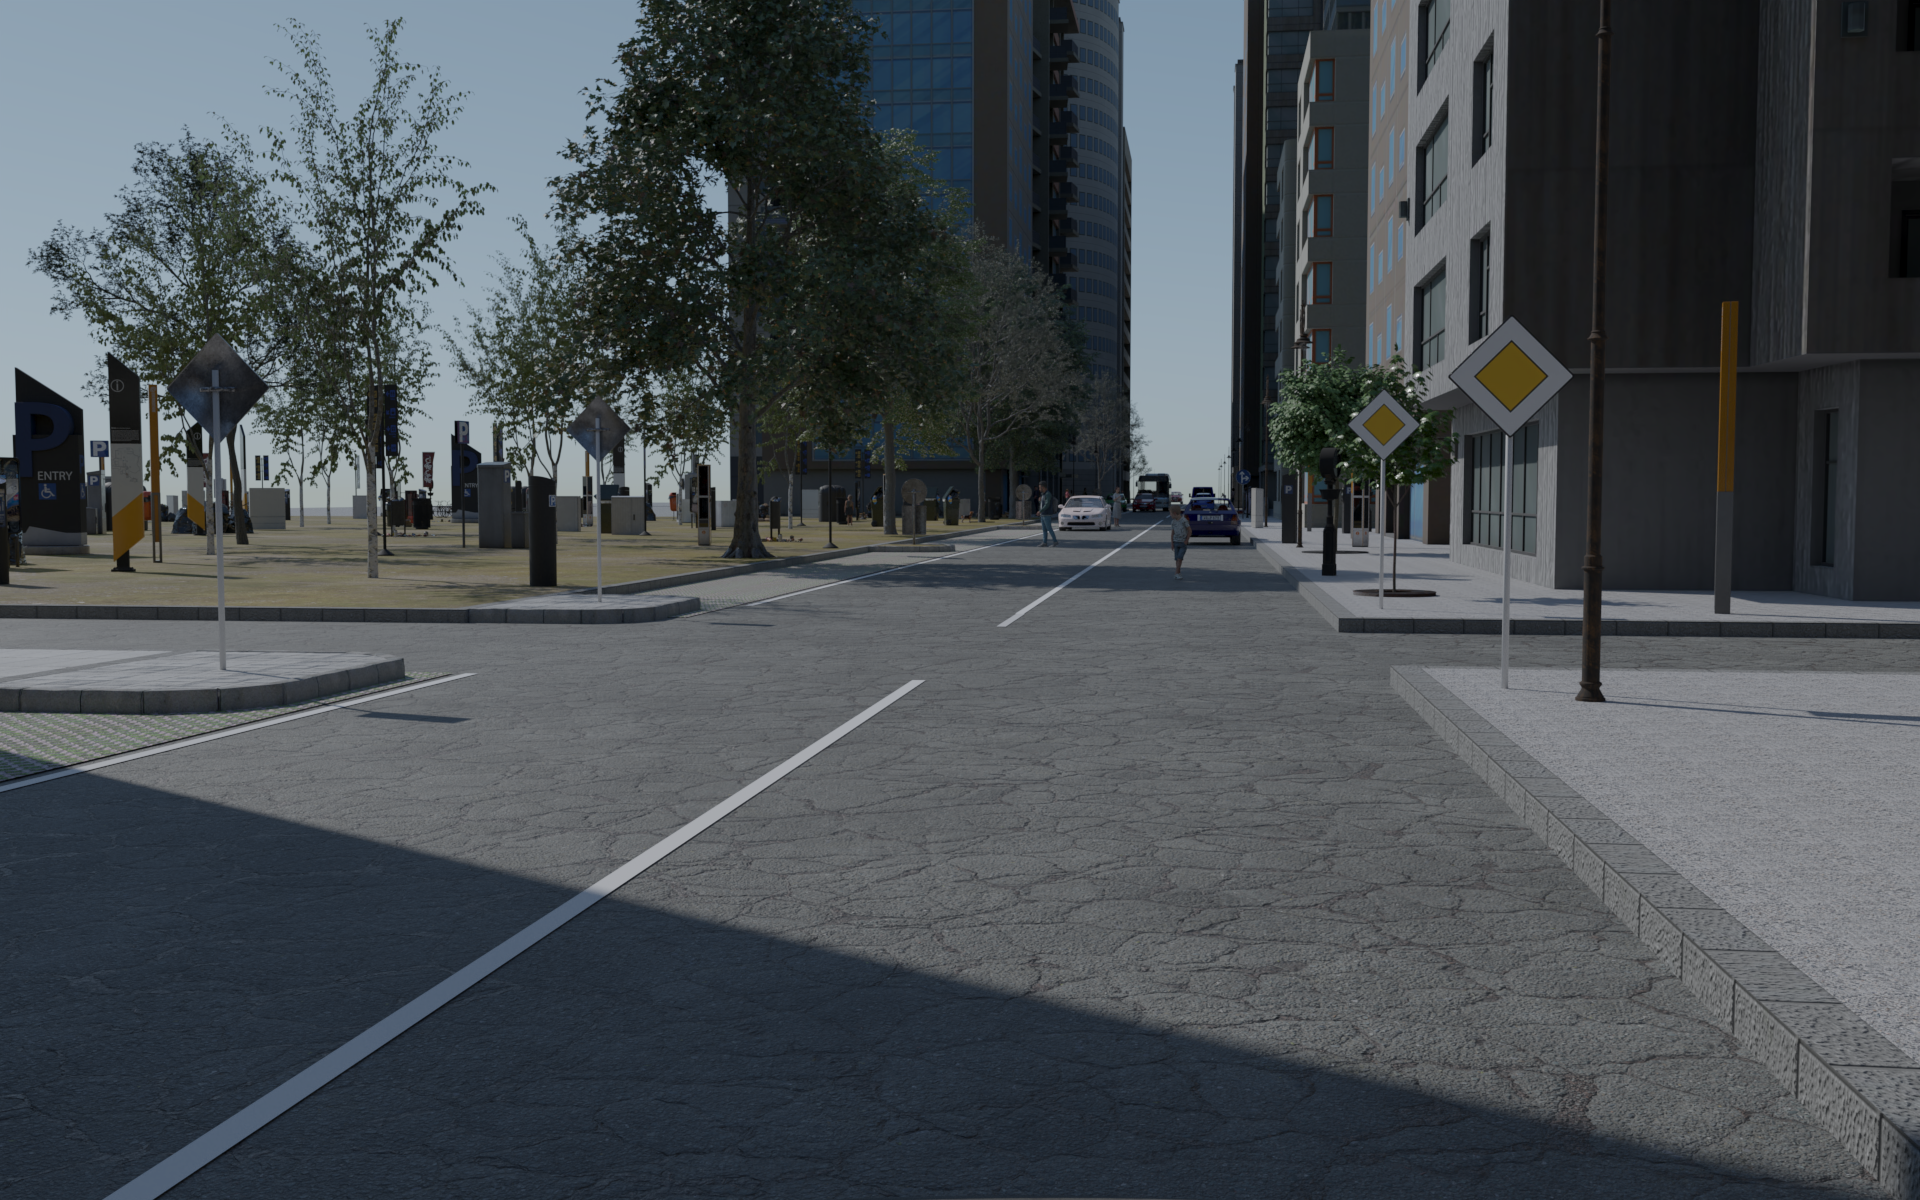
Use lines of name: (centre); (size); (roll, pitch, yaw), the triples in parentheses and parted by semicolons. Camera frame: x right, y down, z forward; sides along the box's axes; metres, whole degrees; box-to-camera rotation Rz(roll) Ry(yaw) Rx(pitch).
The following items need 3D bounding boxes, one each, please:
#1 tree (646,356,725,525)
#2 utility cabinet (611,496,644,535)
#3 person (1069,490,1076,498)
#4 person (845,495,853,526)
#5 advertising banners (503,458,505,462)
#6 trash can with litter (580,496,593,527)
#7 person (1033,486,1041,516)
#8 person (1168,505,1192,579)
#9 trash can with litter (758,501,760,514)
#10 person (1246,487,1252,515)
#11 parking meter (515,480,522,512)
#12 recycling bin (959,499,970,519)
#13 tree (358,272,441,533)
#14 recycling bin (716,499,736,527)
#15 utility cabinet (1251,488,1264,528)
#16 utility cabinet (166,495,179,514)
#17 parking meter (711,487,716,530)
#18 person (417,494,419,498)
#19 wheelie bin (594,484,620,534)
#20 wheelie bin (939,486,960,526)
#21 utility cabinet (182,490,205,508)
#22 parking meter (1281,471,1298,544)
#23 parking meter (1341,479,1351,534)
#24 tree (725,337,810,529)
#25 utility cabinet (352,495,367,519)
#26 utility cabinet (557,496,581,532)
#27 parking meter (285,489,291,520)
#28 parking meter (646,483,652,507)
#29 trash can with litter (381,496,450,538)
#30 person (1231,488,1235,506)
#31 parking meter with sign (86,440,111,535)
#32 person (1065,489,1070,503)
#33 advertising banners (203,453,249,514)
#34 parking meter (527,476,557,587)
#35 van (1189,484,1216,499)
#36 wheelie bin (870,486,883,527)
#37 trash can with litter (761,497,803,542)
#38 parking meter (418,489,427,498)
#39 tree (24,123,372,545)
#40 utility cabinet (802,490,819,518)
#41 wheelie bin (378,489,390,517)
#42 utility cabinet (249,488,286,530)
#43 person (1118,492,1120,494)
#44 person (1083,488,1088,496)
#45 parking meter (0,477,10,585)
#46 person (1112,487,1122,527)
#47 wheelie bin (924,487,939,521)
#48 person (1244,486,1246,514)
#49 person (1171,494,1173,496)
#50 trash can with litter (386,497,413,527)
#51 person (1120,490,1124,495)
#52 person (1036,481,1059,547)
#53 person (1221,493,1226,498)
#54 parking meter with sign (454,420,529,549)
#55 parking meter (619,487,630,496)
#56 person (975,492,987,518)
tree: (-11.533, -7.411, 71.533); (4.737, 8.622, 4.395); (0, 3, 0)
utility cabinet: (-10.454, -2.655, 54.577); (1.020, 1.237, 0.306); (0, 4, -6)
person: (11.553, -10.566, 179.510); (1.217, 1.735, 0.721); (0, 4, 5)
person: (-4.511, -3.650, 70.395); (0.362, 1.253, 0.373); (-1, 4, -16)
advertising banners: (-22.402, -5.306, 82.936); (0.090, 3.025, 2.074); (1, 4, 21)
trash can with litter: (-15.001, -3.483, 68.005); (1.678, 1.210, 2.233); (-1, 4, -17)
person: (4.460, -5.736, 100.269); (0.683, 1.767, 0.568); (2, 4, 32)
person: (3.704, -0.979, 29.190); (0.352, 1.250, 0.332); (-1, 4, -17)
trash can with litter: (-10.641, -4.896, 91.443); (1.055, 1.170, 0.624); (1, 4, 16)
person: (17.710, -6.068, 105.929); (0.621, 1.740, 0.551); (-3, 5, -42)
parking meter: (-18.929, -4.195, 74.298); (0.255, 1.863, 0.399); (0, 4, -7)
recycling bin: (0.048, -4.616, 88.030); (0.722, 1.027, 0.722); (-2, 4, -32)
tree: (-18.842, -6.506, 56.739); (4.737, 8.622, 4.395); (0, 3, 0)
recycling bin: (-9.105, -3.334, 67.065); (0.722, 1.027, 0.722); (-3, 4, -39)
utility cabinet: (11.283, -3.484, 65.647); (0.318, 1.500, 1.173); (0, 4, 2)
utility cabinet: (-45.261, -5.406, 99.558); (1.020, 1.237, 0.306); (3, 5, 44)
parking meter: (-8.811, -3.228, 61.191); (0.372, 1.533, 0.369); (0, 3, 0)
person: (-57.697, -10.682, 183.684); (0.617, 1.759, 0.750); (-2, 4, -35)
wheelie bin: (-11.442, -2.966, 56.408); (0.980, 1.594, 0.693); (0, 4, 3)
wheelie bin: (-0.341, -3.845, 70.770); (0.693, 1.594, 0.980); (-1, 4, -11)
utility cabinet: (-42.640, -5.363, 96.371); (1.173, 1.500, 0.318); (-1, 4, -16)
parking meter: (8.527, -2.394, 44.861); (0.399, 1.863, 0.255); (2, 4, 28)
parking meter: (12.571, -3.084, 56.128); (0.399, 1.863, 0.255); (0, 4, -1)
tree: (-6.310, -6.932, 63.693); (4.737, 8.622, 4.395); (0, 3, 0)
utility cabinet: (-30.890, -4.802, 89.677); (1.020, 1.237, 0.306); (0, 3, 0)
utility cabinet: (-13.560, -2.957, 59.503); (1.020, 1.237, 0.306); (0, 4, 8)
parking meter: (-32.927, -4.663, 84.646); (0.372, 1.533, 0.369); (0, 3, 0)
parking meter: (-16.072, -5.120, 89.428); (0.255, 1.863, 0.399); (-3, 5, -39)
trash can with litter: (-16.581, -2.522, 52.284); (1.678, 1.210, 2.233); (2, 4, 31)
person: (20.451, -7.552, 130.226); (0.721, 1.736, 1.217); (1, 4, 12)
parking meter with sign: (-27.702, -3.622, 55.485); (0.543, 3.016, 1.738); (-1, 4, -15)
person: (10.202, -9.557, 163.012); (0.721, 1.743, 1.217); (-2, 4, -24)
advertising banners: (-31.101, -4.708, 73.158); (2.074, 3.025, 0.090); (0, 4, 2)
parking meter: (-5.812, -0.960, 24.114); (0.372, 1.533, 0.369); (0, 3, 0)
van: (20.247, -8.579, 144.649); (2.240, 2.365, 5.245); (0, 4, 7)
wheelie bin: (-3.132, -3.678, 68.041); (0.693, 1.594, 0.980); (1, 4, 10)
trash can with litter: (-4.772, -2.205, 47.117); (1.678, 1.210, 2.233); (1, 4, 18)
parking meter: (-25.312, -4.478, 81.622); (0.372, 1.533, 0.369); (0, 3, 0)
tree: (-18.548, -6.697, 43.907); (7.601, 10.594, 8.767); (2, 4, 26)
utility cabinet: (-7.760, -5.018, 90.728); (1.173, 1.500, 0.318); (3, 4, 36)
wheelie bin: (-32.526, -5.533, 98.367); (0.980, 1.594, 0.693); (-2, 4, -30)
utility cabinet: (-24.633, -3.236, 61.583); (1.173, 1.500, 0.318); (-2, 4, -27)
person: (13.066, -8.215, 142.906); (1.348, 1.812, 0.705); (-2, 4, -33)
person: (10.597, -8.571, 146.265); (0.705, 1.812, 1.348); (-1, 4, -16)
parking meter: (-13.713, -0.988, 24.558); (0.372, 1.533, 0.369); (0, 3, 0)
person: (6.928, -4.074, 75.677); (0.524, 1.755, 0.480); (3, 5, 42)
wheelie bin: (-1.386, -4.588, 82.928); (0.980, 1.594, 0.693); (1, 4, 16)
person: (18.278, -6.426, 111.102); (0.705, 1.824, 1.348); (1, 4, 9)
person: (27.334, -13.252, 225.950); (1.217, 1.735, 0.721); (-1, 4, -9)
trash can with litter: (-21.868, -3.434, 67.540); (1.055, 1.170, 0.624); (-2, 4, -31)
person: (17.895, -11.273, 191.273); (0.541, 1.710, 0.530); (0, 4, -3)
person: (2.318, -2.309, 46.602); (0.721, 1.781, 0.623); (-1, 4, -18)
person: (28.420, -10.860, 186.788); (0.628, 1.438, 0.799); (0, 4, 2)
parking meter with sign: (-11.027, -2.737, 41.014); (1.738, 3.016, 0.543); (1, 4, 14)
parking meter: (-11.303, -3.053, 58.322); (0.372, 1.533, 0.369); (0, 3, 0)
person: (1.125, -5.277, 92.547); (0.641, 1.798, 0.478); (0, 4, 3)
